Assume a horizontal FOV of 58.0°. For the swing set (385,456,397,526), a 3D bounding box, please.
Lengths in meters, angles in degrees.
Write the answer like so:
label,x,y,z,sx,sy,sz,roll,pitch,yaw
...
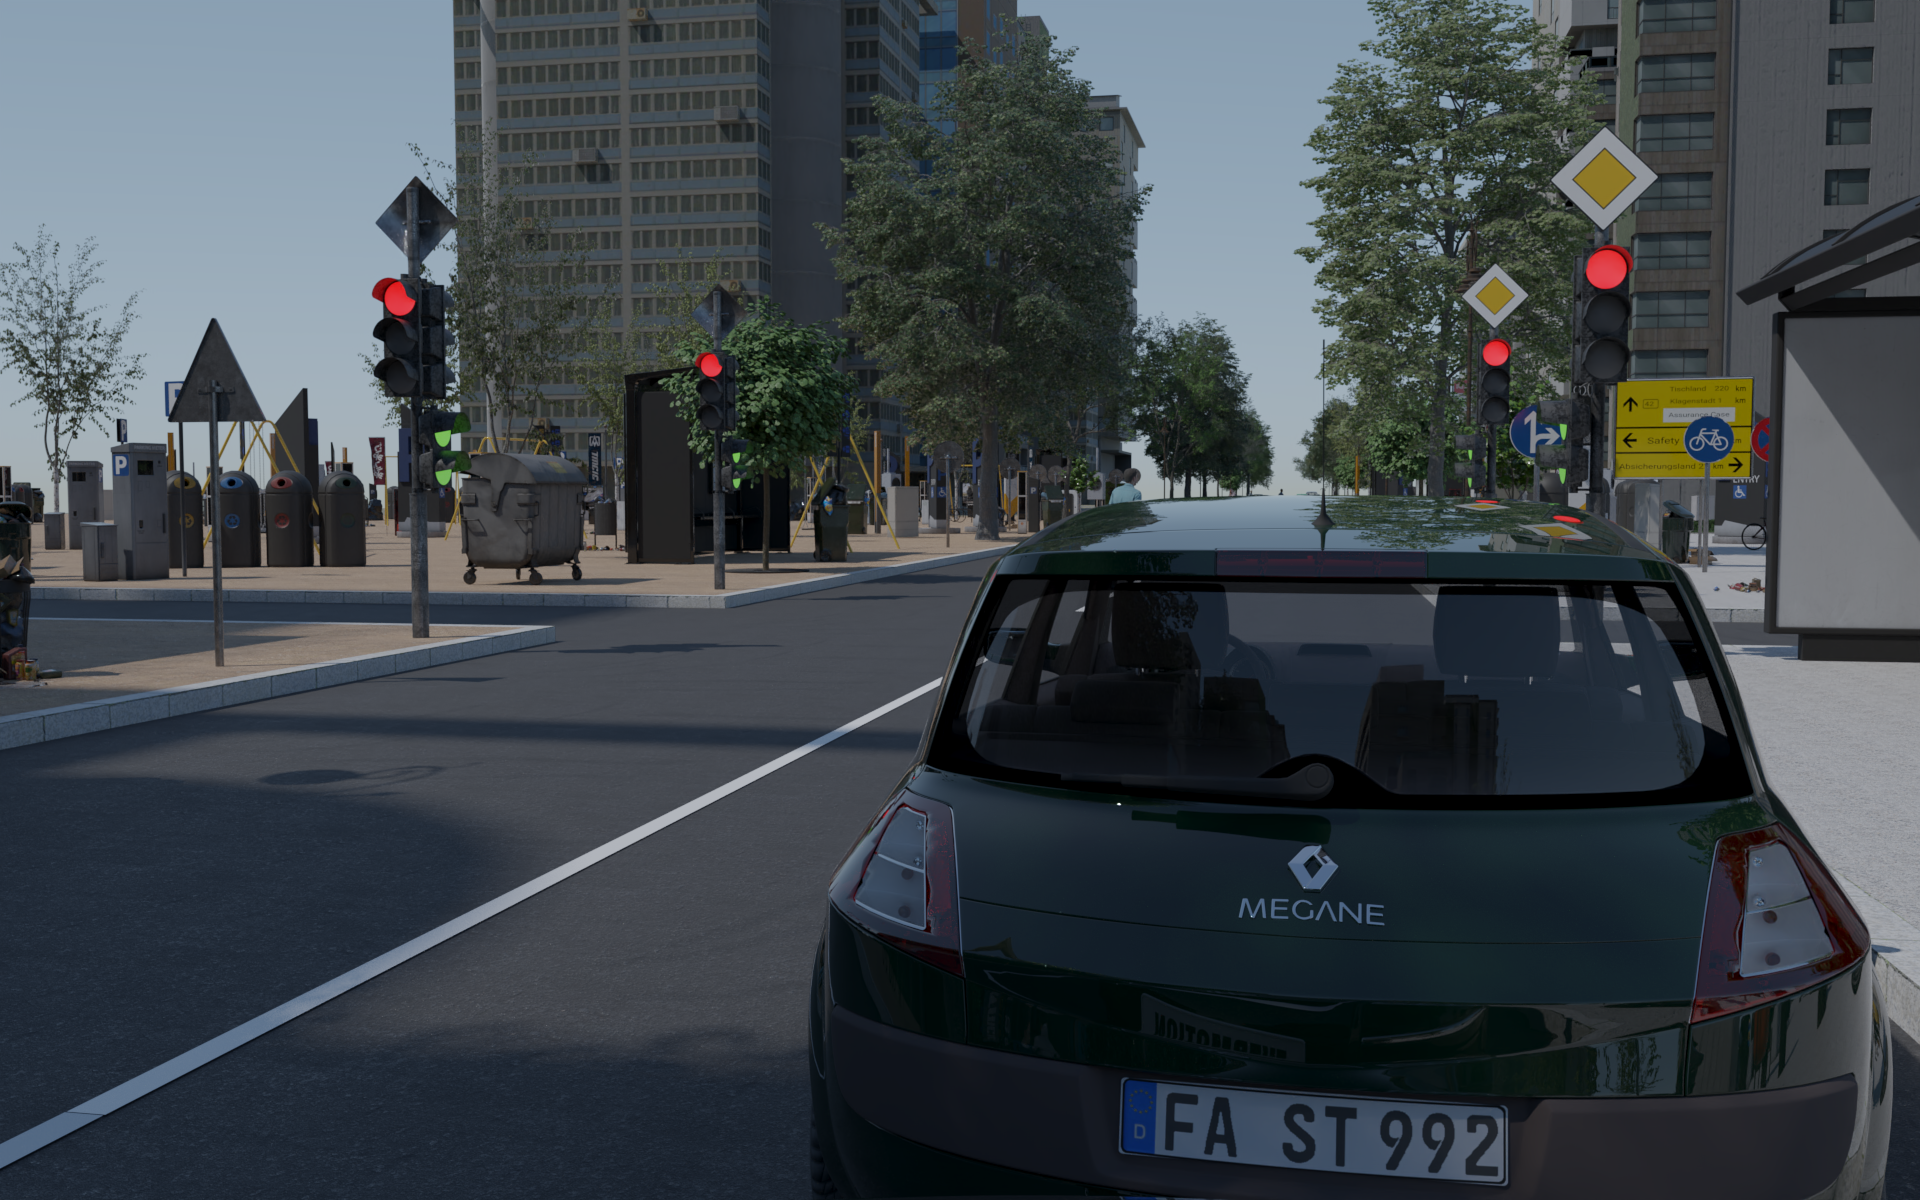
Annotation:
label,x,y,z,sx,sy,sz,roll,pitch,yaw
swing set,-22.357,-4.522,71.546,3.119,2.851,2.862,-1,4,-20

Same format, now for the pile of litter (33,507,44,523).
label,x,y,z,sx,sy,sz,roll,pitch,yaw
pile of litter,-41.759,-3.876,77.340,1.719,0.858,1.176,-3,4,-38

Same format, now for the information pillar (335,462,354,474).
label,x,y,z,sx,sy,sz,roll,pitch,yaw
information pillar,-14.140,-2.161,39.830,0.304,2.012,0.304,3,5,43

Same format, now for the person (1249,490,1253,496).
label,x,y,z,sx,sy,sz,roll,pitch,yaw
person,30.734,-10.648,182.684,0.705,1.814,1.350,3,5,42

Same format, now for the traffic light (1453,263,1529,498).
label,x,y,z,sx,sy,sz,roll,pitch,yaw
traffic light,6.503,-1.976,21.233,0.839,4.253,0.868,1,4,11

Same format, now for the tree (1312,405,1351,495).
label,x,y,z,sx,sy,sz,roll,pitch,yaw
tree,39.445,-14.851,177.223,7.601,10.594,8.767,-1,4,-21

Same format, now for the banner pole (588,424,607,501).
label,x,y,z,sx,sy,sz,roll,pitch,yaw
banner pole,-12.974,-4.425,62.365,0.863,3.779,0.401,0,4,-4

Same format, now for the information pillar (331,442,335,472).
label,x,y,z,sx,sy,sz,roll,pitch,yaw
information pillar,-28.230,-5.301,78.024,0.183,3.616,0.504,-1,4,-10

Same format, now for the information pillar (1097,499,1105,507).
label,x,y,z,sx,sy,sz,roll,pitch,yaw
information pillar,6.609,-4.695,81.250,0.304,2.012,0.304,2,4,30

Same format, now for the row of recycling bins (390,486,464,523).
label,x,y,z,sx,sy,sz,roll,pitch,yaw
row of recycling bins,-23.290,-4.272,76.967,3.534,1.692,1.069,-2,4,-25

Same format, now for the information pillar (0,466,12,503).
label,x,y,z,sx,sy,sz,roll,pitch,yaw
information pillar,-24.890,-2.481,45.061,0.304,2.012,0.304,0,4,8

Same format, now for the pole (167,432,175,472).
label,x,y,z,sx,sy,sz,roll,pitch,yaw
pole,-26.081,-3.882,57.313,0.158,3.312,0.155,0,3,0

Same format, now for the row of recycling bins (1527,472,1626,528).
label,x,y,z,sx,sy,sz,roll,pitch,yaw
row of recycling bins,12.081,-1.658,34.225,1.069,1.692,3.534,2,4,35

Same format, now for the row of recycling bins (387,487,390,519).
label,x,y,z,sx,sy,sz,roll,pitch,yaw
row of recycling bins,-27.834,-4.891,87.076,1.069,1.692,3.534,-3,5,-44

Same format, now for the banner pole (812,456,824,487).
label,x,y,z,sx,sy,sz,roll,pitch,yaw
banner pole,-6.508,-5.440,78.963,0.863,3.779,0.401,-3,5,-39

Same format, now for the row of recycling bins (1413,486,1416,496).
label,x,y,z,sx,sy,sz,roll,pitch,yaw
row of recycling bins,23.985,-5.162,91.511,1.069,1.692,3.534,2,4,31

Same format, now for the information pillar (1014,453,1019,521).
label,x,y,z,sx,sy,sz,roll,pitch,yaw
information pillar,2.548,-5.503,81.330,0.504,3.616,0.183,-2,4,-24

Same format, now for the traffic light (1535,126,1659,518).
label,x,y,z,sx,sy,sz,roll,pitch,yaw
traffic light,4.918,-1.498,13.406,0.839,4.253,0.868,1,4,11

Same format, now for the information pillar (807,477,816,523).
label,x,y,z,sx,sy,sz,roll,pitch,yaw
information pillar,-6.498,-4.368,75.913,0.304,2.012,0.304,-2,4,-33

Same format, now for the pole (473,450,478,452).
label,x,y,z,sx,sy,sz,roll,pitch,yaw
pole,-22.339,-5.269,79.984,0.158,3.312,0.155,0,3,0

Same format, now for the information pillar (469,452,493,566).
label,x,y,z,sx,sy,sz,roll,pitch,yaw
information pillar,-8.417,-1.591,30.508,0.304,2.012,0.304,2,4,28

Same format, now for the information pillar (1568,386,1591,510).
label,x,y,z,sx,sy,sz,roll,pitch,yaw
information pillar,10.700,-2.348,29.742,0.504,3.616,0.183,1,4,13

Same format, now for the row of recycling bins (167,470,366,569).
label,x,y,z,sx,sy,sz,roll,pitch,yaw
row of recycling bins,-12.289,-1.426,30.434,3.534,1.692,1.069,-1,4,-12

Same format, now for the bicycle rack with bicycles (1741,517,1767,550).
label,x,y,z,sx,sy,sz,roll,pitch,yaw
bicycle rack with bicycles,19.562,-1.562,38.921,2.852,0.926,2.925,-2,4,-27

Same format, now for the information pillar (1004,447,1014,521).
label,x,y,z,sx,sy,sz,roll,pitch,yaw
information pillar,2.209,-5.450,80.455,0.183,3.616,0.504,2,4,31

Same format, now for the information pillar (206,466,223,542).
label,x,y,z,sx,sy,sz,roll,pitch,yaw
information pillar,-19.782,-2.540,46.018,0.304,2.012,0.304,2,4,26

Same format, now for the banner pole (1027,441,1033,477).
label,x,y,z,sx,sy,sz,roll,pitch,yaw
banner pole,3.256,-5.553,80.807,0.401,3.779,0.863,-1,4,-15

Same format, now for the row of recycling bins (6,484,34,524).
label,x,y,z,sx,sy,sz,roll,pitch,yaw
row of recycling bins,-39.861,-4.008,72.637,1.069,1.692,3.534,-1,4,-11

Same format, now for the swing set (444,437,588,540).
label,x,y,z,sx,sy,sz,roll,pitch,yaw
swing set,-12.521,-3.120,48.635,2.862,2.851,3.119,1,4,18

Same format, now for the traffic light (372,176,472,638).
label,x,y,z,sx,sy,sz,roll,pitch,yaw
traffic light,-4.800,-1.616,15.350,0.839,4.253,0.868,1,4,11

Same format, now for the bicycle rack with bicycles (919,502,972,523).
label,x,y,z,sx,sy,sz,roll,pitch,yaw
bicycle rack with bicycles,-0.850,-3.978,78.428,2.925,0.926,2.852,-2,4,-25

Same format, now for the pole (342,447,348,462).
label,x,y,z,sx,sy,sz,roll,pitch,yaw
pole,-26.766,-4.991,75.444,0.158,3.312,0.155,0,3,0

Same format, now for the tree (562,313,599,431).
label,x,y,z,sx,sy,sz,roll,pitch,yaw
tree,-12.733,-7.031,65.318,4.737,8.622,4.395,0,3,0

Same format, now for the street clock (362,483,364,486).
label,x,y,z,sx,sy,sz,roll,pitch,yaw
street clock,-36.531,-6.166,105.390,0.471,2.002,0.358,-2,4,-32

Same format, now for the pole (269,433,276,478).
label,x,y,z,sx,sy,sz,roll,pitch,yaw
pole,-22.981,-3.922,57.964,0.158,3.312,0.155,0,3,0

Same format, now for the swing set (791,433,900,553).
label,x,y,z,sx,sy,sz,roll,pitch,yaw
swing set,-3.255,-2.560,39.482,2.862,2.851,3.119,1,4,19

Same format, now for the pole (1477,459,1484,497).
label,x,y,z,sx,sy,sz,roll,pitch,yaw
pole,18.746,-4.191,62.359,0.158,3.312,0.155,0,3,0

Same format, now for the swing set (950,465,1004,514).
label,x,y,z,sx,sy,sz,roll,pitch,yaw
swing set,0.835,-5.858,93.391,3.119,2.851,2.862,1,4,12

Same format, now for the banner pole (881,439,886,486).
label,x,y,z,sx,sy,sz,roll,pitch,yaw
banner pole,-3.494,-5.429,78.780,0.401,3.779,0.863,1,4,16

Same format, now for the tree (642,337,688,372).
label,x,y,z,sx,sy,sz,roll,pitch,yaw
tree,-13.680,-7.925,79.936,4.360,8.622,3.978,0,3,0

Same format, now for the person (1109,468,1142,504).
label,x,y,z,sx,sy,sz,roll,pitch,yaw
person,2.452,-1.080,26.177,0.660,1.820,0.620,3,4,37

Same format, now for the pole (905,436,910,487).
label,x,y,z,sx,sy,sz,roll,pitch,yaw
pole,-1.862,-4.122,61.231,0.158,3.312,0.155,0,3,0

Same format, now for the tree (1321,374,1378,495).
label,x,y,z,sx,sy,sz,roll,pitch,yaw
tree,23.345,-9.124,99.534,4.737,8.622,4.395,0,3,0

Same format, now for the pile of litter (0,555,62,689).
label,x,y,z,sx,sy,sz,roll,pitch,yaw
pile of litter,-6.886,0.123,11.948,1.176,0.858,1.719,-2,4,-32

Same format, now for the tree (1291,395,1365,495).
label,x,y,z,sx,sy,sz,roll,pitch,yaw
tree,43.515,-17.323,200.239,9.611,12.733,9.660,0,3,0

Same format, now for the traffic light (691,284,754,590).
label,x,y,z,sx,sy,sz,roll,pitch,yaw
traffic light,-3.215,-2.095,23.177,0.839,4.253,0.868,1,4,11

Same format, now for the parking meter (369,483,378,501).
label,x,y,z,sx,sy,sz,roll,pitch,yaw
parking meter,-31.384,-5.318,92.658,0.399,1.863,0.255,-1,4,-9

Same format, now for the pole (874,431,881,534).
label,x,y,z,sx,sy,sz,roll,pitch,yaw
pole,-2.669,-3.810,56.139,0.158,3.312,0.155,0,3,0

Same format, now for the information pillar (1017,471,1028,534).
label,x,y,z,sx,sy,sz,roll,pitch,yaw
information pillar,2.008,-3.126,55.596,0.304,2.012,0.304,0,4,7

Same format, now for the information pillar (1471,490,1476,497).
label,x,y,z,sx,sy,sz,roll,pitch,yaw
information pillar,21.585,-4.983,72.823,0.183,3.616,0.504,0,4,-3

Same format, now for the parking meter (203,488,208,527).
label,x,y,z,sx,sy,sz,roll,pitch,yaw
parking meter,-29.733,-3.679,68.559,0.372,1.533,0.369,0,3,0

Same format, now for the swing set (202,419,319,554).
label,x,y,z,sx,sy,sz,roll,pitch,yaw
swing set,-14.282,-2.303,35.271,2.862,2.851,3.119,-1,4,-13

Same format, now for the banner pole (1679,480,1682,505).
label,x,y,z,sx,sy,sz,roll,pitch,yaw
banner pole,30.008,-5.020,72.094,0.401,3.779,0.863,1,4,21

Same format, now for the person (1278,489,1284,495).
label,x,y,z,sx,sy,sz,roll,pitch,yaw
person,23.356,-7.172,125.743,0.705,1.826,1.348,-2,4,-26

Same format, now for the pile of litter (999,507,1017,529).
label,x,y,z,sx,sy,sz,roll,pitch,yaw
pile of litter,1.708,-3.092,64.525,1.176,0.858,1.719,2,4,25

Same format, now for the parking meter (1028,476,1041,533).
label,x,y,z,sx,sy,sz,roll,pitch,yaw
parking meter,2.479,-3.169,57.519,0.399,1.863,0.255,1,4,17

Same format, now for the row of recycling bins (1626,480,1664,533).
label,x,y,z,sx,sy,sz,roll,pitch,yaw
row of recycling bins,18.323,-2.435,46.923,1.069,1.692,3.534,1,4,14

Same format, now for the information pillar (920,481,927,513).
label,x,y,z,sx,sy,sz,roll,pitch,yaw
information pillar,-2.024,-5.634,96.602,0.304,2.012,0.304,2,4,27

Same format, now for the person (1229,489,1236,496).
label,x,y,z,sx,sy,sz,roll,pitch,yaw
person,15.455,-5.461,98.455,0.551,1.740,0.621,3,5,40
